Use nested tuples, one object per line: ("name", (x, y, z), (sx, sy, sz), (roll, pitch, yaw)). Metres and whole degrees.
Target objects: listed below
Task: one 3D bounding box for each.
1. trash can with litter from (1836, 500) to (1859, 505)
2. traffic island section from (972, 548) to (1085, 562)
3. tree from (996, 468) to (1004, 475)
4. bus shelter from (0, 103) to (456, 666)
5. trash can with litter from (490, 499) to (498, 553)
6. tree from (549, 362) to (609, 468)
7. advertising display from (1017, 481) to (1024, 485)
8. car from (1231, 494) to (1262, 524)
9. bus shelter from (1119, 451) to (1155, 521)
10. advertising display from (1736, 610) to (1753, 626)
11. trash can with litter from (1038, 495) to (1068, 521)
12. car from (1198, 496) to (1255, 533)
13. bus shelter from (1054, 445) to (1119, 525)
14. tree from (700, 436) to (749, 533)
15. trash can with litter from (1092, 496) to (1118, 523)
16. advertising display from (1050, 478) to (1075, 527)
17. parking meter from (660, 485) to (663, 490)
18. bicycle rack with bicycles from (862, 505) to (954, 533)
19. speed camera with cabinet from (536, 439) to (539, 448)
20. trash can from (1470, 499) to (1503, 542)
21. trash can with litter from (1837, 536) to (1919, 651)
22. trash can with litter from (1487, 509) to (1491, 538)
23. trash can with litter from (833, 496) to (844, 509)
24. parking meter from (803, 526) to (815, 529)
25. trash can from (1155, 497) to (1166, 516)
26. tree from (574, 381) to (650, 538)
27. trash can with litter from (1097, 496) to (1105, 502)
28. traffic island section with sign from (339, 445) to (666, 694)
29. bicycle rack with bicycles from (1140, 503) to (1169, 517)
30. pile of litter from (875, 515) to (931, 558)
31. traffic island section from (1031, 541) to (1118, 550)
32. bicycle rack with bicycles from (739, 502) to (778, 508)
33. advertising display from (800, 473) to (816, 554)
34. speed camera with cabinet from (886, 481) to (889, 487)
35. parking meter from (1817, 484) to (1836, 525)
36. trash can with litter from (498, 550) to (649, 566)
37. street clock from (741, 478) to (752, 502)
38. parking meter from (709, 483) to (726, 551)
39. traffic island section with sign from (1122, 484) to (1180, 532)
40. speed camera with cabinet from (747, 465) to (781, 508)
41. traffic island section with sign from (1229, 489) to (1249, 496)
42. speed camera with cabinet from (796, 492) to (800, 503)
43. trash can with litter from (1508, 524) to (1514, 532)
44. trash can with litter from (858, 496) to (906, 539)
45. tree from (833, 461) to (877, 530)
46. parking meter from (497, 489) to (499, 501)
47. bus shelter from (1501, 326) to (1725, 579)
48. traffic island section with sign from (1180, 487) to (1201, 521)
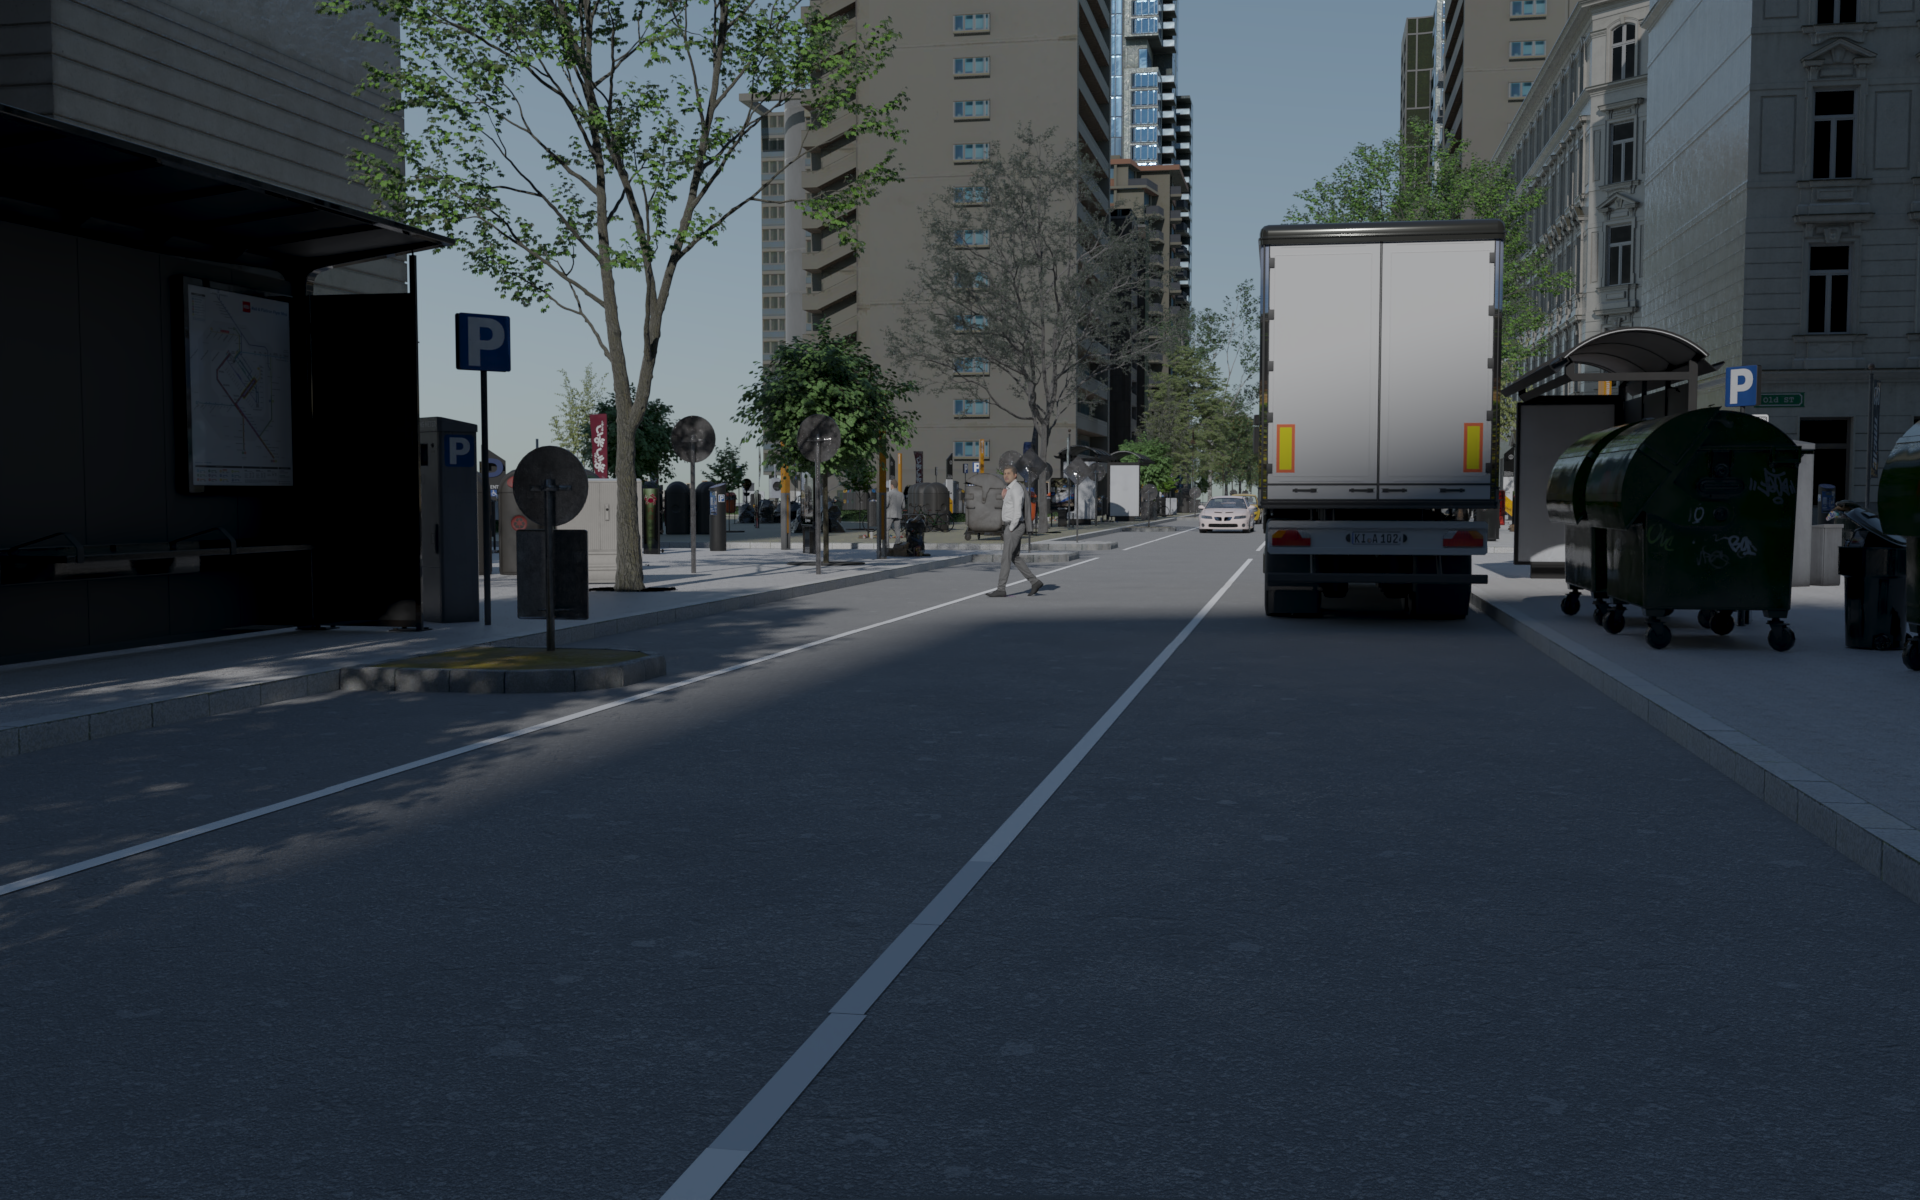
("trash can with litter", (16.736, -1.277, 32.259), (1.055, 1.170, 0.624), (-1, 4, -22))
("traffic island section", (1.494, -0.949, 37.801), (2.009, 0.180, 2.903), (1, 4, 11))
("tree", (2.789, -7.216, 112.575), (1.663, 3.219, 1.824), (0, 3, 0))
("bus shelter", (-6.095, -1.343, 13.236), (1.731, 3.624, 6.357), (1, 4, 11))
("trash can with litter", (-10.110, -1.633, 37.758), (2.233, 1.210, 1.678), (2, 4, 24))
("tree", (-21.310, -8.993, 97.393), (4.737, 8.622, 4.395), (0, 3, 0))
("advertising display", (3.243, -4.905, 85.406), (0.974, 1.923, 0.123), (1, 4, 23))
("car", (13.587, -4.456, 83.072), (2.015, 1.641, 3.980), (1, 4, 12))
("bus shelter", (8.150, -5.481, 83.530), (2.014, 3.302, 5.546), (1, 4, 11))
("advertising display", (7.800, -0.730, 17.157), (0.123, 1.923, 0.974), (2, 4, 29))
("trash can with litter", (4.189, -4.722, 88.264), (2.233, 1.210, 1.678), (-2, 4, -25))
("car", (10.019, -3.211, 64.857), (2.083, 1.381, 4.827), (1, 4, 13))
("bus shelter", (5.390, -4.905, 74.118), (2.014, 3.302, 5.546), (1, 4, 11))
("tree", (-7.877, -3.879, 58.024), (1.663, 3.219, 1.824), (0, 3, 0))
("trash can with litter", (6.347, -4.140, 78.739), (1.678, 1.210, 2.233), (2, 4, 26))
("advertising display", (4.035, -3.853, 68.207), (0.974, 1.923, 0.123), (0, 4, 2))
("parking meter", (-18.738, -6.263, 108.114), (0.399, 1.863, 0.255), (2, 4, 34))
("bicycle rack with bicycles", (-1.487, -2.752, 58.380), (2.925, 0.926, 2.852), (2, 4, 26))
("speed camera with cabinet", (-14.432, -4.150, 62.189), (2.038, 3.252, 0.660), (0, 4, -2))
("trash can", (14.323, -2.161, 46.992), (0.748, 1.137, 0.748), (0, 3, 0))
("trash can with litter", (7.784, -0.172, 14.194), (0.624, 1.170, 1.055), (-3, 4, -37))
("trash can with litter", (15.086, -2.369, 50.127), (0.624, 1.170, 1.055), (-1, 4, -17))
("trash can with litter", (-6.670, -5.316, 98.299), (1.055, 1.170, 0.624), (2, 4, 29))
("parking meter", (-4.510, -2.643, 51.620), (0.372, 1.533, 0.369), (0, 3, 0))
("trash can", (11.587, -5.403, 99.986), (0.748, 1.137, 0.748), (0, 3, 0))
("tree", (-9.518, -4.083, 50.466), (4.285, 4.588, 4.351), (0, 3, 0))
("trash can with litter", (9.078, -6.221, 113.104), (0.624, 1.170, 1.055), (-2, 4, -25))
("traffic island section with sign", (-3.391, -0.293, 13.424), (1.989, 1.847, 2.006), (1, 4, 11))
("bicycle rack with bicycles", (10.219, -5.089, 96.587), (2.925, 0.926, 2.852), (1, 4, 11))
("pile of litter", (-1.166, -1.339, 35.863), (1.176, 0.858, 1.719), (0, 4, 5))
("traffic island section", (3.067, -1.428, 45.631), (2.009, 0.180, 2.903), (1, 4, 11))
("bicycle rack with bicycles", (-10.932, -5.032, 95.647), (2.852, 0.926, 2.925), (1, 4, 10))
("advertising display", (-3.240, -1.959, 37.248), (0.123, 1.923, 0.974), (-1, 4, -21))
("speed camera with cabinet", (-4.725, -7.723, 120.600), (0.660, 3.252, 2.038), (1, 4, 18))
("parking meter", (21.143, -2.071, 42.276), (0.372, 1.533, 0.369), (0, 3, 0))
("trash can with litter", (-6.782, -1.215, 30.916), (2.233, 1.210, 1.678), (2, 4, 32))
("street clock", (-9.791, -4.583, 79.508), (0.471, 2.002, 0.358), (-1, 4, -12))
("parking meter", (-5.450, -1.869, 38.976), (0.372, 1.533, 0.369), (0, 3, 0))
("traffic island section with sign", (7.340, -3.565, 66.917), (1.989, 1.847, 2.006), (1, 4, 11))
("speed camera with cabinet", (-11.143, -6.376, 98.588), (2.038, 3.252, 0.660), (-1, 4, -20))
("traffic island section with sign", (22.738, -8.253, 143.567), (1.989, 1.847, 2.006), (1, 4, 11))
("speed camera with cabinet", (-10.344, -7.537, 117.559), (0.660, 3.252, 2.038), (2, 4, 26))
("trash can with litter", (18.855, -2.879, 58.460), (0.624, 1.170, 1.055), (-1, 4, -14))
("trash can with litter", (-2.099, -2.405, 50.372), (2.233, 1.210, 1.678), (-3, 5, -41))
("tree", (-3.589, -4.109, 61.791), (1.663, 3.219, 1.824), (0, 3, 0))
("parking meter", (-18.677, -3.800, 70.546), (0.372, 1.533, 0.369), (0, 3, 0))
("bus shelter", (8.703, -1.820, 23.674), (2.014, 3.302, 5.546), (1, 4, 11))
("traffic island section with sign", (12.891, -5.253, 94.518), (1.989, 1.847, 2.006), (1, 4, 11))
